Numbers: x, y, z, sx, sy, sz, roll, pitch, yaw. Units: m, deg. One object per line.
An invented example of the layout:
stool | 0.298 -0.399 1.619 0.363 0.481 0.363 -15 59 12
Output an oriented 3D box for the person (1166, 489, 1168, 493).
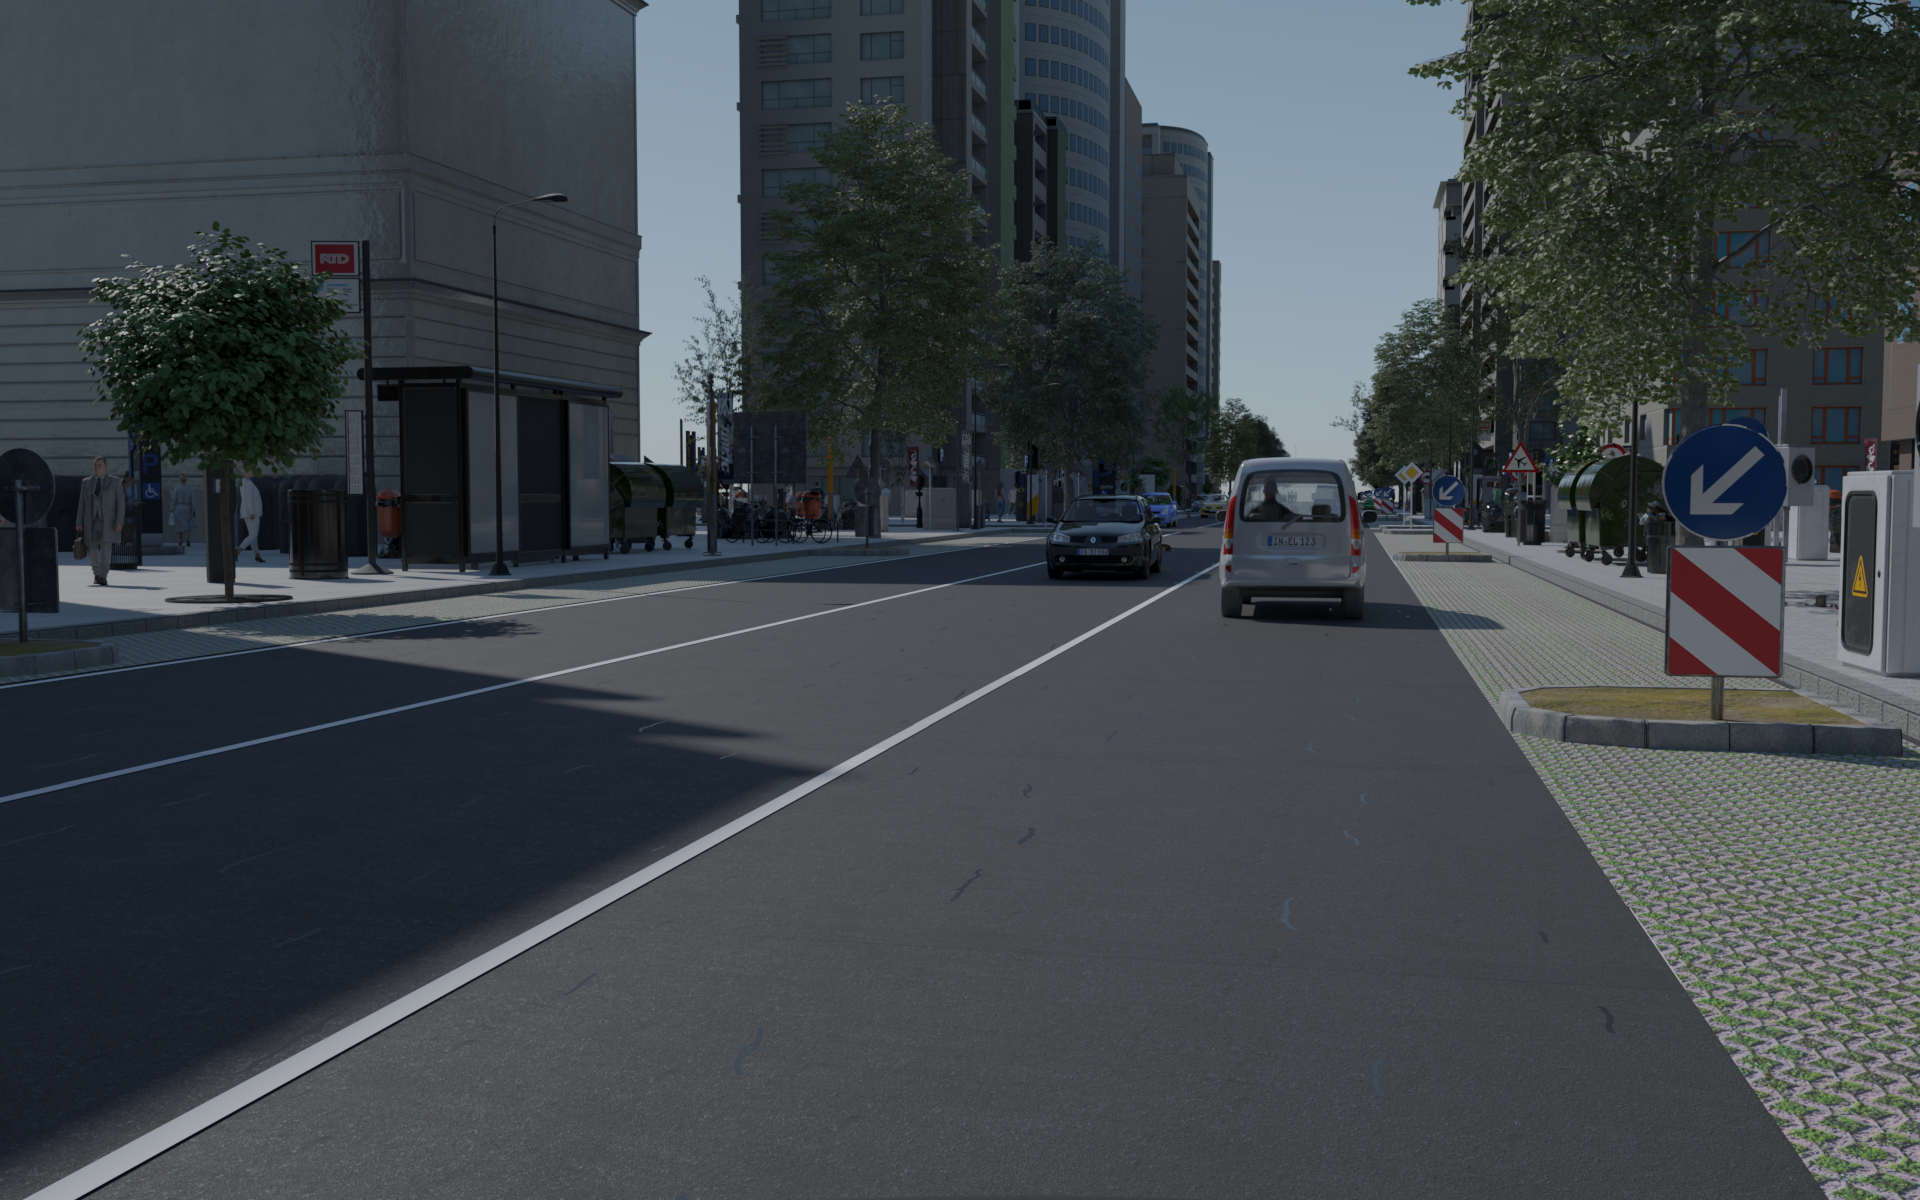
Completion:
person | 19.641 -9.655 163.908 1.348 1.824 0.705 -2 4 -27

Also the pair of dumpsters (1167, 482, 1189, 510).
pair of dumpsters | 17.452 -8.350 139.014 1.574 2.255 4.437 1 4 12

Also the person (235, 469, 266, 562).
person | -13.238 -1.605 32.167 0.514 1.842 0.818 2 4 32

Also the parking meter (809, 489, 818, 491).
parking meter | -6.793 -4.400 80.349 0.372 1.533 0.369 0 3 0

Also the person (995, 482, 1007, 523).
person | 1.827 -4.329 76.826 0.555 1.821 0.388 1 4 20

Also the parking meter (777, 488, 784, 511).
parking meter | -8.033 -4.204 77.139 0.372 1.533 0.369 0 3 0

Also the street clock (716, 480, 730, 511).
street clock | -8.068 -3.386 59.936 0.471 2.002 0.358 1 4 12

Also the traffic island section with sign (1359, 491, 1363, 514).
traffic island section with sign | 28.540 -6.728 118.635 1.989 1.847 2.006 1 4 13

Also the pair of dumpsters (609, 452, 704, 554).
pair of dumpsters | -7.223 -2.223 38.835 1.574 2.255 4.437 1 4 13

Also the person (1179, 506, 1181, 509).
person | 18.763 -8.582 146.639 0.573 1.790 0.520 -1 4 -11

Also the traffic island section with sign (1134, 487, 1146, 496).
traffic island section with sign | 9.866 -5.273 94.840 1.989 1.847 2.006 1 4 13

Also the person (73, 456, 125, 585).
person | -12.190 -1.122 24.487 0.694 1.812 0.767 -1 4 -9

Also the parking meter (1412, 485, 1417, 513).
parking meter | 30.124 -6.679 114.915 0.255 1.863 0.399 0 4 5

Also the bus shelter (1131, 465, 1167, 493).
bus shelter | 13.234 -7.812 121.654 2.014 3.302 5.546 1 4 12

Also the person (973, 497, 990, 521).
person | 1.041 -4.274 81.415 1.012 1.151 0.738 -3 4 -38

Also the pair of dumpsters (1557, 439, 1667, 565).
pair of dumpsters | 12.441 -1.860 32.909 1.574 2.255 4.437 1 4 12

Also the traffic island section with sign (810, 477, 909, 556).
traffic island section with sign | -2.268 -1.951 40.532 1.989 1.847 2.006 1 4 13

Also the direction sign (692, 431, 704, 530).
direction sign | -9.640 -4.289 62.119 0.379 3.537 0.876 1 4 14

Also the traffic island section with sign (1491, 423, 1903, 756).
traffic island section with sign | 4.363 -0.116 10.530 1.989 1.847 2.006 1 4 13

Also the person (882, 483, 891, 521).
person | -3.495 -4.629 81.955 0.478 1.798 0.641 -1 4 -11

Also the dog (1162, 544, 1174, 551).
dog | 5.046 -1.433 43.621 0.550 0.427 0.748 -1 4 -18

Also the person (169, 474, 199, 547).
person | -18.984 -2.195 42.284 0.694 1.780 0.624 -1 4 -14

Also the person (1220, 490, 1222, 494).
person | 24.321 -9.347 161.352 0.705 1.821 1.348 1 4 13

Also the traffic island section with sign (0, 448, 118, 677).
traffic island section with sign | -8.160 -0.342 14.226 1.989 1.847 2.006 1 4 13

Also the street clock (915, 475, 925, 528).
street clock | -1.523 -3.710 65.230 0.358 2.002 0.471 -2 4 -28

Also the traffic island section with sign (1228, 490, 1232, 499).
traffic island section with sign | 26.600 -9.847 169.626 1.989 1.847 2.006 1 4 13

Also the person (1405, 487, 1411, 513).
person | 30.128 -6.691 115.925 0.515 1.767 0.782 -3 4 -38

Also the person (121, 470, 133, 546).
person | -18.439 -1.972 38.373 0.778 1.811 0.616 2 4 32

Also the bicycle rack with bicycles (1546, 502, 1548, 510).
bicycle rack with bicycles | 46.178 -7.727 139.715 2.925 0.926 2.852 -1 4 -17

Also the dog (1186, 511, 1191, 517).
dog | 14.093 -5.261 106.211 0.748 0.427 0.550 -2 4 -34

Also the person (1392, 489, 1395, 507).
person | 42.111 -9.900 168.048 0.705 1.807 1.348 1 4 15

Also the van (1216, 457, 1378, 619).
van | 4.135 -0.878 21.372 2.013 2.044 4.112 1 4 12

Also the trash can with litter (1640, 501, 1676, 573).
trash can with litter | 11.568 -1.012 27.940 1.055 1.170 0.624 0 4 4

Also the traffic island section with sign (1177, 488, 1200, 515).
traffic island section with sign | 15.827 -6.902 121.477 1.989 1.847 2.006 1 4 13

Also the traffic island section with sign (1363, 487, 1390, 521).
traffic island section with sign | 22.621 -5.112 92.204 1.989 1.847 2.006 1 4 13

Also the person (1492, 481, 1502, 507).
person | 21.447 -3.842 69.114 0.529 1.795 0.600 2 4 26

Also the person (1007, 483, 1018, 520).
person | 2.707 -4.976 87.249 0.661 1.843 0.795 3 4 39

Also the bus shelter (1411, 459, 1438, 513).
bus shelter | 32.080 -7.867 119.907 1.731 3.624 6.357 1 4 12

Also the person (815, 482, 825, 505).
person | -7.180 -5.067 88.247 0.648 1.900 0.474 0 4 -8

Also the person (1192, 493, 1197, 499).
person | 28.767 -12.396 211.977 1.065 1.426 0.557 2 4 28

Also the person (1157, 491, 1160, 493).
person | 22.837 -11.757 199.200 0.436 1.711 0.756 3 5 44

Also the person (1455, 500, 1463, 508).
person | 23.946 -4.354 82.727 0.738 1.151 1.012 1 4 19

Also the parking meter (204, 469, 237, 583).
parking meter | -10.689 -1.183 25.049 0.399 1.863 0.255 -2 4 -35

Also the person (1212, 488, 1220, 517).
person | 16.356 -6.236 110.431 0.580 1.828 0.573 -1 4 -10

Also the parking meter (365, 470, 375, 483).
parking meter | -14.672 -2.268 42.796 0.255 1.863 0.399 3 5 43

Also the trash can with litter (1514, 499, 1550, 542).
trash can with litter | 15.484 -2.158 46.664 1.055 1.170 0.624 1 4 14

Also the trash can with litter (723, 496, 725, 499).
trash can with litter | -18.432 -7.434 132.930 1.055 1.170 0.624 -3 4 -36

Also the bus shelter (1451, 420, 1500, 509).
bus shelter | 27.025 -6.954 91.328 2.179 5.291 8.768 1 4 13

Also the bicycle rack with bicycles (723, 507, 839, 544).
bicycle rack with bicycles | -4.428 -1.971 45.616 2.925 0.926 2.852 3 4 37

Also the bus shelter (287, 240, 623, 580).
bus shelter | -8.628 -3.199 29.942 2.179 5.291 8.768 1 4 13

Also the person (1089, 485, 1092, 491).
person | 7.714 -5.816 101.107 0.573 1.828 0.580 0 4 4

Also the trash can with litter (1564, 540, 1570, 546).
trash can with litter | 15.404 -1.911 42.638 1.055 1.170 0.624 3 5 44

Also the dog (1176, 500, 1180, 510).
dog | 17.029 -7.436 135.963 0.513 0.831 0.800 0 4 8

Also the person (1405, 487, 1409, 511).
person | 32.406 -7.267 124.835 0.713 1.824 0.794 -1 4 -13

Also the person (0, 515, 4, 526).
person | -14.890 -1.209 26.292 0.782 1.767 0.515 -1 4 -22

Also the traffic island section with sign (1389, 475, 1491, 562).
traffic island section with sign | 10.345 -1.751 37.255 1.989 1.847 2.006 1 4 13

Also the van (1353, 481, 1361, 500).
van | 17.050 -4.537 78.561 2.240 2.365 5.245 1 4 13
